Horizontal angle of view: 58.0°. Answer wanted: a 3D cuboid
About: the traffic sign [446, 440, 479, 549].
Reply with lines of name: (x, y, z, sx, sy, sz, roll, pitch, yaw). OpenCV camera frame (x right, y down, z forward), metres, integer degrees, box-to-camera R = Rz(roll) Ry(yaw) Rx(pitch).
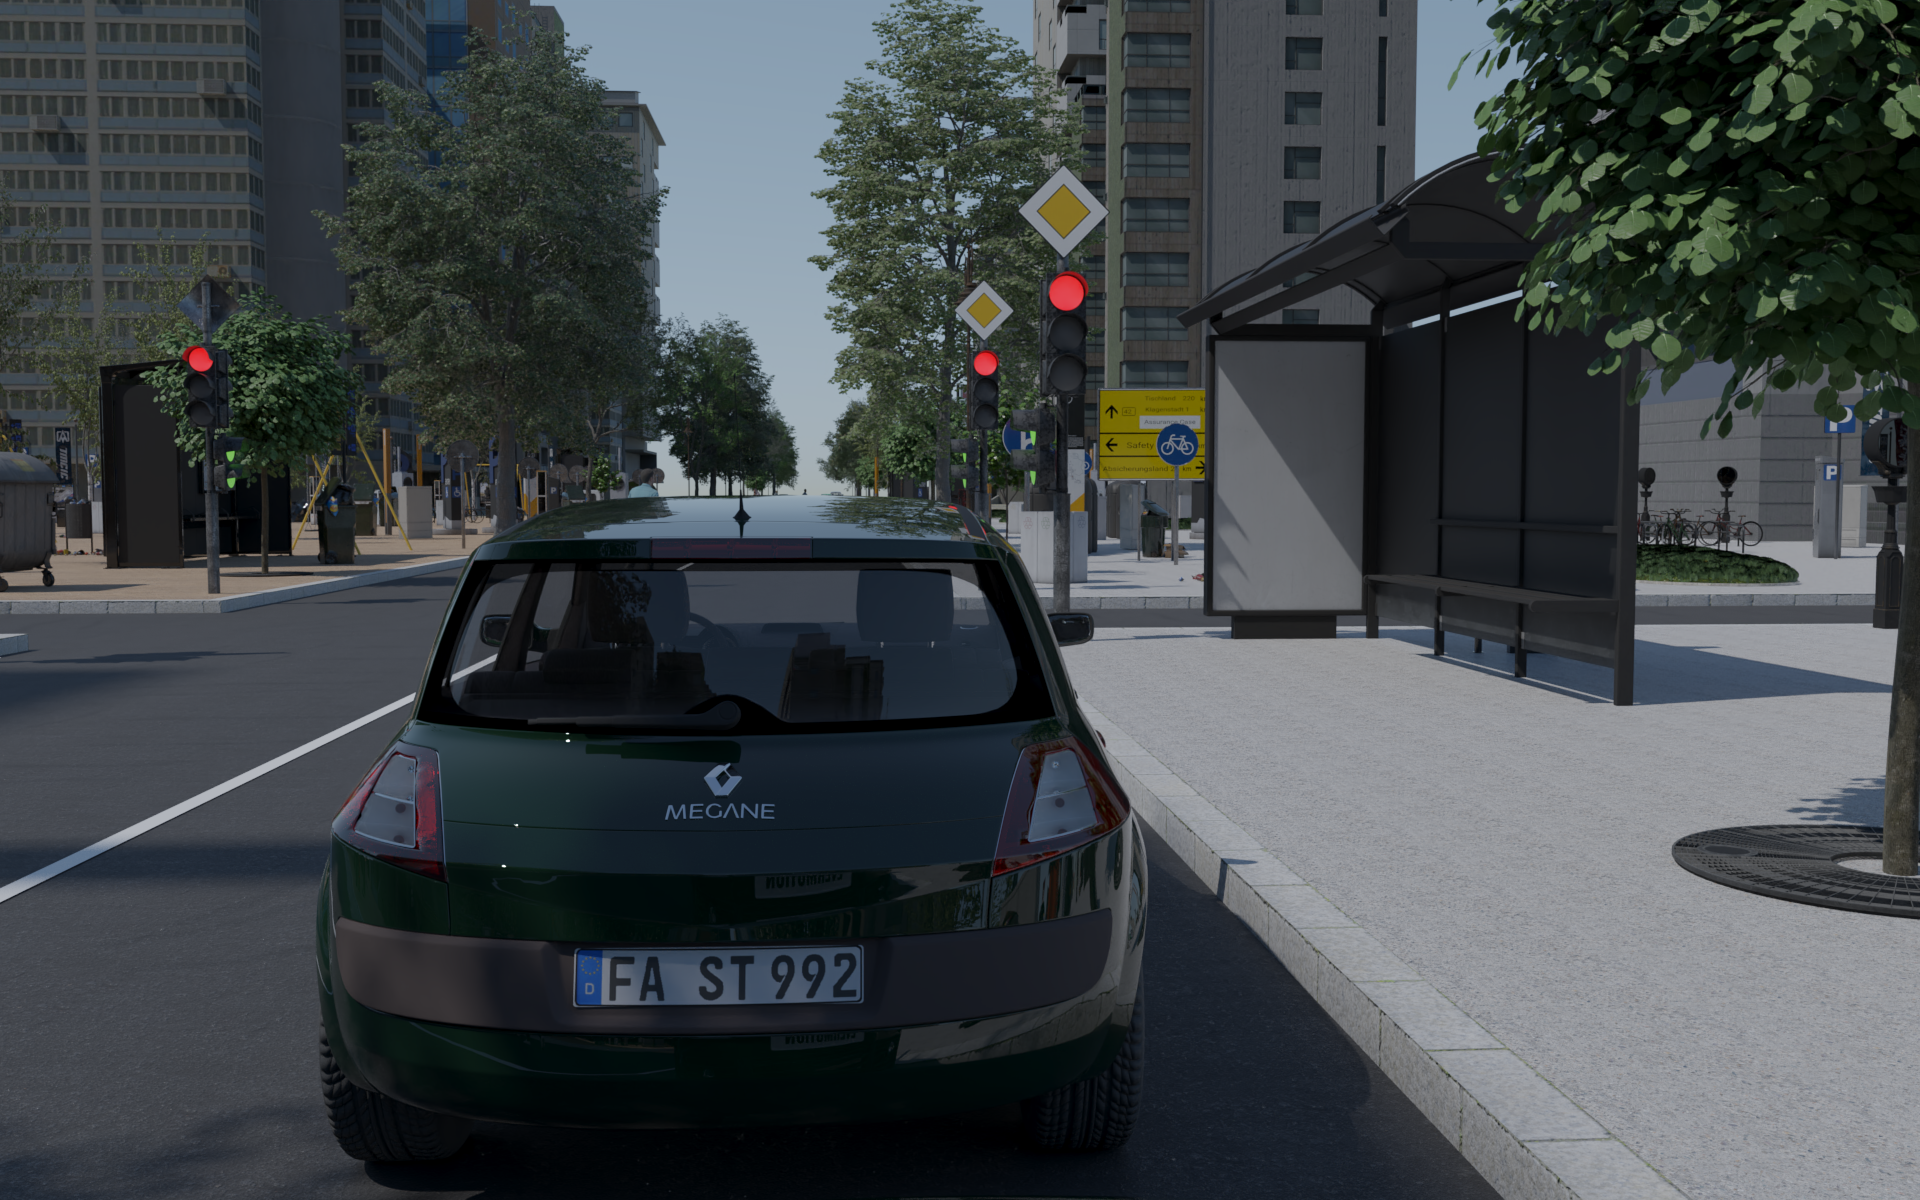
traffic sign: (-11.665, -2.479, 40.636, 0.768, 2.556, 0.104, 0, 4, -1)

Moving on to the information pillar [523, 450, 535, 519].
information pillar: (-19.696, -5.350, 78.834, 0.183, 3.616, 0.504, 1, 4, 15)

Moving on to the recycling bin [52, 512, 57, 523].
recycling bin: (-40.495, -3.941, 76.982, 0.722, 1.027, 0.722, -3, 5, -40)

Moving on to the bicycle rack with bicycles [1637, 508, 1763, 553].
bicycle rack with bicycles: (16.127, -1.530, 38.390, 2.852, 0.926, 2.925, 1, 4, 14)

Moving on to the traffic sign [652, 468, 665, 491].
traffic sign: (-14.749, -5.151, 84.331, 0.768, 2.556, 0.104, 0, 4, 3)

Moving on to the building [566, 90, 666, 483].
building: (-54.401, -39.191, 230.015, 28.713, 52.752, 27.495, 0, 4, -4)

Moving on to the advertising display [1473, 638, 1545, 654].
advertising display: (4.608, -0.532, 13.916, 0.974, 1.923, 0.123, 0, 4, 3)

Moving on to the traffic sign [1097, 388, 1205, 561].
traffic sign: (3.767, -2.406, 33.216, 2.265, 3.308, 0.079, 0, 4, 3)

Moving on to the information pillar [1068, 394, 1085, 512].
information pillar: (2.064, -2.500, 32.230, 0.504, 3.616, 0.183, 0, 4, -3)

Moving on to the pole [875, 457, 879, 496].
pole: (-4.599, -6.235, 95.781, 0.158, 3.312, 0.155, 0, 3, 0)

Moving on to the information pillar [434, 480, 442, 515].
information pillar: (-28.085, -5.430, 93.266, 0.304, 2.012, 0.304, 1, 4, 11)

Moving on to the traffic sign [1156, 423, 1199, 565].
traffic sign: (3.905, -1.903, 31.227, 0.768, 2.556, 0.104, 0, 4, -2)

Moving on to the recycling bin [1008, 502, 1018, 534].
recycling bin: (2.022, -2.666, 56.140, 0.722, 1.027, 0.722, 2, 4, 24)

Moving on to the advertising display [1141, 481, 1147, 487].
advertising display: (7.018, -3.921, 69.321, 0.974, 1.923, 0.123, 2, 4, 24)

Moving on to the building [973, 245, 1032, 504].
building: (14.550, -33.897, 246.101, 32.217, 40.220, 23.993, 0, 4, -4)

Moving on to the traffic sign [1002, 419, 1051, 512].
traffic sign: (1.040, -1.635, 26.835, 0.768, 2.556, 0.104, 0, 4, 1)

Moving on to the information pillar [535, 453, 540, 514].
information pillar: (-19.603, -5.408, 79.767, 0.504, 3.616, 0.183, -3, 5, -40)

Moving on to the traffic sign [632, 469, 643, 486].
traffic sign: (-16.271, -5.372, 87.942, 0.768, 2.556, 0.104, 0, 4, 1)

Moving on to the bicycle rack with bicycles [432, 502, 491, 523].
bicycle rack with bicycles: (-22.079, -3.834, 76.068, 2.925, 0.926, 2.852, -3, 5, -40)

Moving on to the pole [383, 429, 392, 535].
pole: (-17.884, -3.686, 54.101, 0.158, 3.312, 0.155, 0, 3, 0)

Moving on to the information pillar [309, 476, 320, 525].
information pillar: (-26.857, -4.137, 72.136, 0.304, 2.012, 0.304, 3, 5, 41)

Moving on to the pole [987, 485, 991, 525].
pole: (1.087, -4.401, 65.807, 0.158, 3.312, 0.155, 0, 3, 0)

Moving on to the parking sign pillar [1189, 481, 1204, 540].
parking sign pillar: (7.266, -3.721, 49.306, 1.447, 3.967, 1.447, 3, 4, 36)

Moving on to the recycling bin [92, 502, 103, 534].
recycling bin: (-27.771, -2.685, 56.457, 0.722, 1.027, 0.722, 1, 4, 21)

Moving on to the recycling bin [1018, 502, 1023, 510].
recycling bin: (2.028, -1.909, 43.774, 0.722, 1.027, 0.722, 3, 5, 40)

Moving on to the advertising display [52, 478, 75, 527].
advertising display: (-34.723, -3.774, 66.917, 0.123, 1.923, 0.974, 3, 4, 36)

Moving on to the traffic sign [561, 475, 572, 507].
traffic sign: (-18.636, -4.962, 81.134, 0.884, 2.594, 0.081, 0, 4, 4)

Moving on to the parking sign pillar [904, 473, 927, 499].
parking sign pillar: (-1.832, -5.094, 71.754, 1.447, 3.967, 1.447, 2, 4, 26)

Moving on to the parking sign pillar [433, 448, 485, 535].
parking sign pillar: (-15.989, -4.045, 54.615, 1.447, 3.967, 1.447, -2, 4, -28)

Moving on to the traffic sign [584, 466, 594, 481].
traffic sign: (-16.490, -4.717, 77.235, 0.768, 2.556, 0.104, 0, 4, -1)

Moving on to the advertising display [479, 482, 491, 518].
advertising display: (-25.162, -5.341, 92.534, 0.974, 1.923, 0.123, 0, 4, -6)

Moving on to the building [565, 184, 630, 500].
building: (-53.077, -31.311, 203.820, 32.217, 40.220, 23.993, 0, 4, -4)

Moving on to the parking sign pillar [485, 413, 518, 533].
parking sign pillar: (-15.059, -4.199, 57.120, 1.447, 3.967, 1.447, -3, 4, -37)

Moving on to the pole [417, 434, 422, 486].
pole: (-18.470, -3.999, 59.224, 0.158, 3.312, 0.155, 0, 3, 0)

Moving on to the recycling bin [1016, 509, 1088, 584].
recycling bin: (1.366, -0.767, 25.101, 0.722, 1.027, 0.722, 3, 5, 45)

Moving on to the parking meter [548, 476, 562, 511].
parking meter: (-13.280, -3.125, 56.806, 0.399, 1.863, 0.255, 0, 4, 2)

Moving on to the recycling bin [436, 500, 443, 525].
recycling bin: (-21.057, -3.591, 71.262, 0.722, 1.027, 0.722, 1, 4, 11)

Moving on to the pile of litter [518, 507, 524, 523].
pile of litter: (-15.892, -3.021, 63.352, 1.176, 0.858, 1.719, 1, 4, 9)

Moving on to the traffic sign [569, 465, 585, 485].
traffic sign: (-16.864, -4.665, 76.381, 0.768, 2.556, 0.104, 0, 4, 1)

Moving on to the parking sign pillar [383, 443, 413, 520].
parking sign pillar: (-26.796, -5.759, 82.627, 1.447, 3.967, 1.447, -1, 4, -20)

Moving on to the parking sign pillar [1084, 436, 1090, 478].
parking sign pillar: (5.918, -5.659, 80.995, 1.447, 3.967, 1.447, -1, 4, -16)

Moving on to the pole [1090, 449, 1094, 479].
pole: (6.005, -5.194, 78.769, 0.158, 3.312, 0.155, 0, 3, 0)

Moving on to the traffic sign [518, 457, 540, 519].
traffic sign: (-14.743, -3.617, 59.237, 0.768, 2.556, 0.104, 0, 4, -1)

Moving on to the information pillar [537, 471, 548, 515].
information pillar: (-13.221, -3.079, 54.827, 0.304, 2.012, 0.304, -1, 4, -8)

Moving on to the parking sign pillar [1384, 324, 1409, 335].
parking sign pillar: (6.572, -2.228, 24.902, 1.447, 3.967, 1.447, 3, 5, 42)

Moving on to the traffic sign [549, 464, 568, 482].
traffic sign: (-16.861, -4.444, 72.765, 0.768, 2.556, 0.104, 0, 4, -1)

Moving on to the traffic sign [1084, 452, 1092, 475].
traffic sign: (3.449, -3.069, 50.286, 0.768, 2.556, 0.104, 0, 4, 2)
